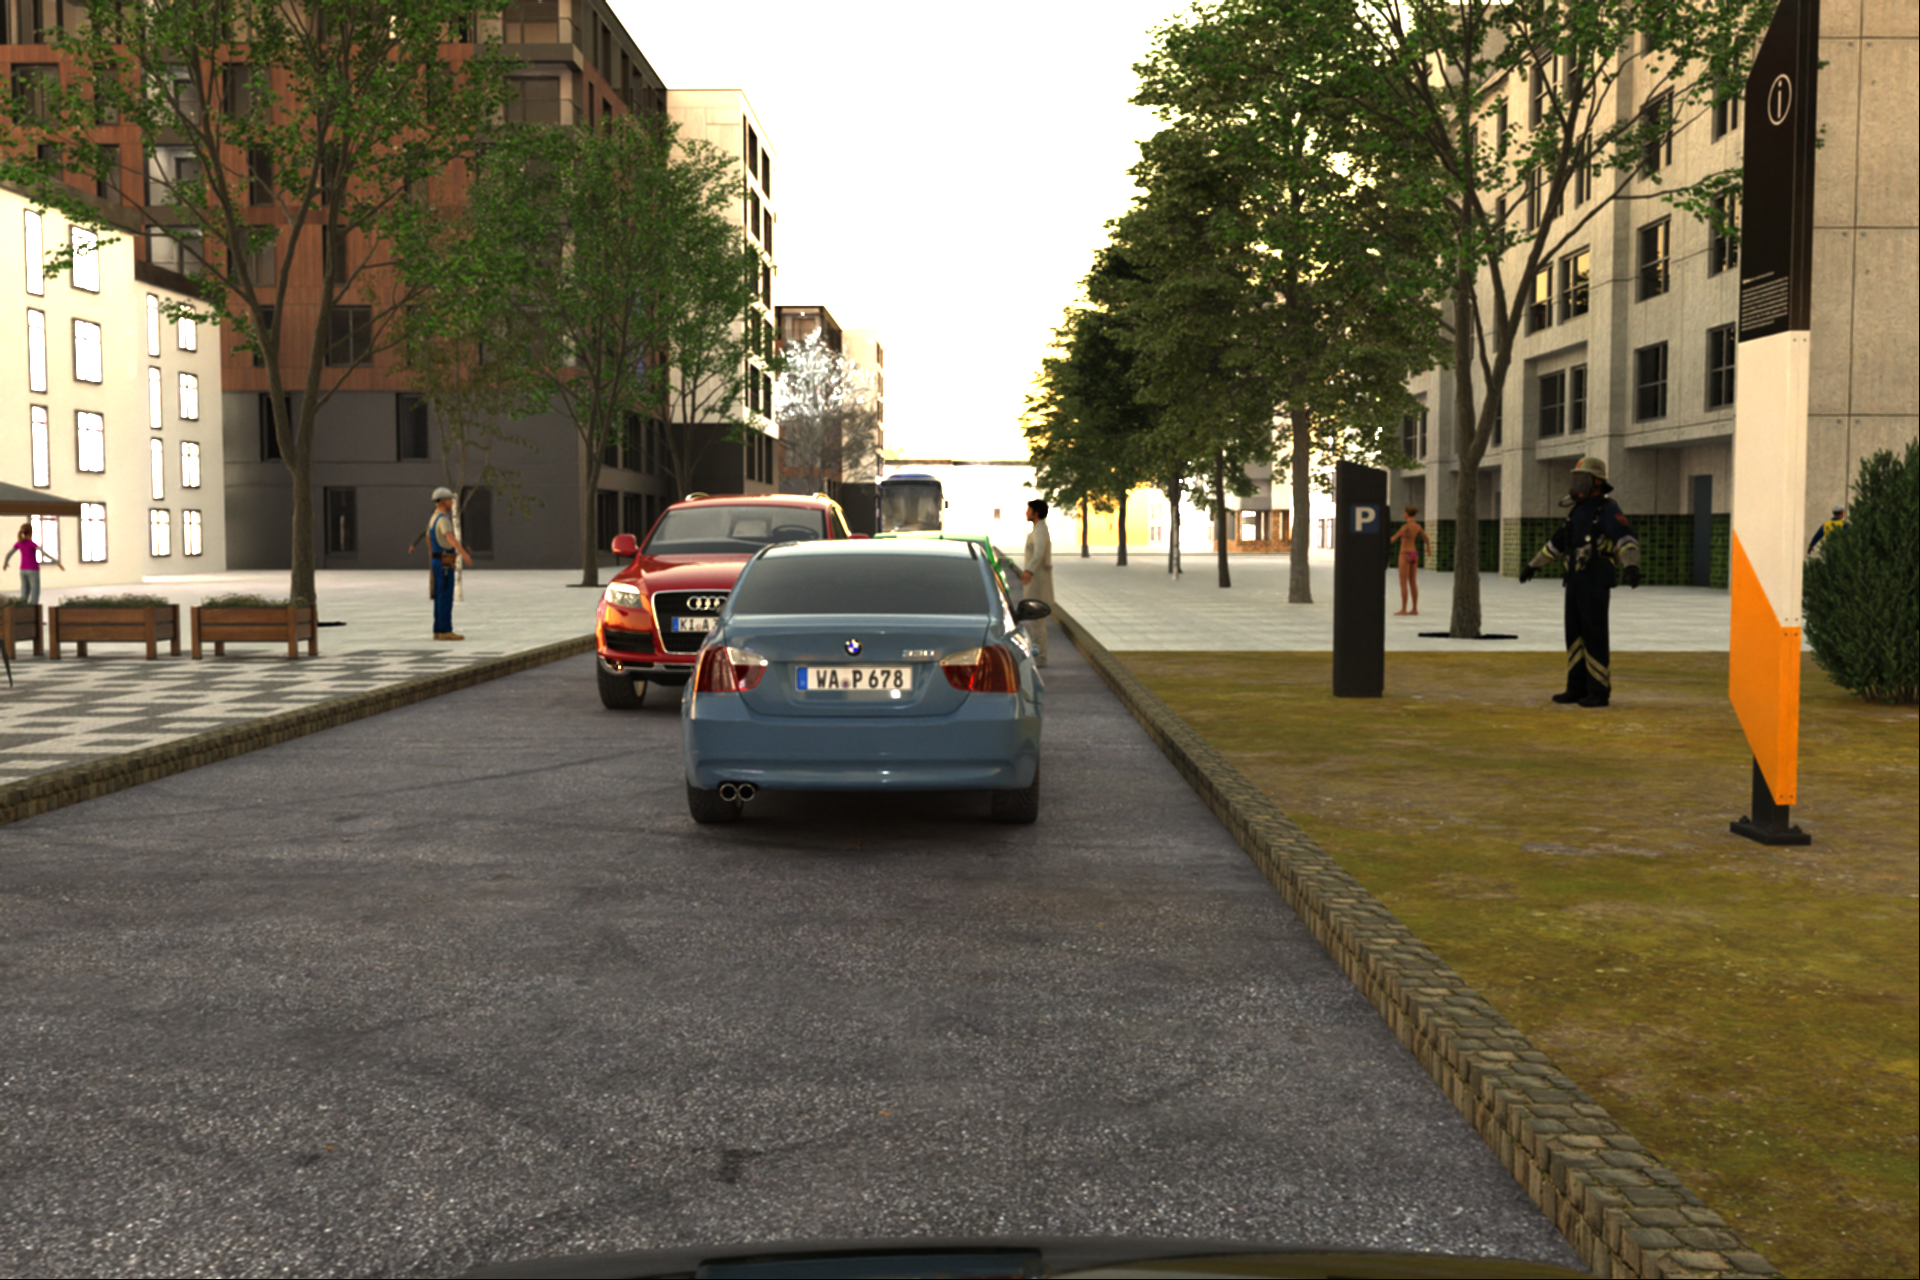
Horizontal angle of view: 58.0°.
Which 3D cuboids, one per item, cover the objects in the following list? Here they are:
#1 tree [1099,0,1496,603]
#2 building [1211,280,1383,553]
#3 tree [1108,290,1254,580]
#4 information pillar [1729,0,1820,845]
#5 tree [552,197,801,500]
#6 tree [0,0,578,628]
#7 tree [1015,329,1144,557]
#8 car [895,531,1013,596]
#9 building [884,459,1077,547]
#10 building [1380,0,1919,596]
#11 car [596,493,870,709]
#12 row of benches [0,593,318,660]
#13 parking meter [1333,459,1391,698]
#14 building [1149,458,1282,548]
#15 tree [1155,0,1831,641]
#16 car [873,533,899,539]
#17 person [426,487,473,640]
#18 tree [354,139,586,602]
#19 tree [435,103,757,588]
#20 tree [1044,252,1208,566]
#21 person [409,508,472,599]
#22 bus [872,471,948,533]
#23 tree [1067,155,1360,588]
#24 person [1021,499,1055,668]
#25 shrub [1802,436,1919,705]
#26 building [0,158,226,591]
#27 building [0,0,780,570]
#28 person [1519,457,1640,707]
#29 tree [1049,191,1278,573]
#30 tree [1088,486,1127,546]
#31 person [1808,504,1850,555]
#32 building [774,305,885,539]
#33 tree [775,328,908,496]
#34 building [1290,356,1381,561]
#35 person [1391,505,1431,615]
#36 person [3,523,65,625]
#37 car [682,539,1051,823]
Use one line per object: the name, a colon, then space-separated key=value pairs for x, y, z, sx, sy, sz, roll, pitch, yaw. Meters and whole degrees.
tree: x=6.009 y=-6.942 z=31.625 sx=7.486 sy=12.596 sz=7.792 roll=0 pitch=3 yaw=0
building: x=24.140 y=-16.720 z=129.792 sx=16.016 sy=20.090 sz=11.380 roll=0 pitch=4 yaw=1
tree: x=6.031 y=-5.967 z=47.923 sx=4.737 sy=8.622 sz=4.395 roll=0 pitch=3 yaw=0
information pillar: x=3.412 y=-0.974 z=7.272 sx=0.183 sy=3.616 sz=0.504 roll=0 pitch=3 yaw=0
tree: x=-8.500 y=-7.782 z=52.986 sx=9.928 sy=11.665 sz=9.643 roll=0 pitch=3 yaw=0
tree: x=-9.153 y=-5.984 z=23.602 sx=9.928 sy=11.665 sz=9.643 roll=0 pitch=3 yaw=0
tree: x=6.754 y=-10.774 z=94.280 sx=7.486 sy=12.596 sz=7.792 roll=0 pitch=3 yaw=0
car: x=-0.230 y=-0.933 z=24.054 sx=1.959 sy=1.807 sz=4.718 roll=0 pitch=4 yaw=1
building: x=-0.784 y=-15.279 z=194.423 sx=28.070 sy=9.664 sz=9.099 roll=0 pitch=4 yaw=4
building: x=24.487 y=-11.276 z=50.826 sx=16.747 sy=18.905 sz=31.486 roll=0 pitch=4 yaw=0
car: x=-1.899 y=-0.439 z=15.858 sx=2.281 sy=1.827 sz=5.304 roll=0 pitch=4 yaw=1
row of benches: x=-8.823 y=-0.150 z=17.923 sx=4.104 sy=0.672 sz=1.422 roll=0 pitch=4 yaw=0
parking meter: x=3.168 y=-0.486 z=13.654 sx=0.399 sy=1.863 sz=0.255 roll=0 pitch=3 yaw=0
building: x=23.581 y=-13.490 z=162.712 sx=9.099 sy=9.664 sz=28.070 roll=0 pitch=4 yaw=0
tree: x=6.427 y=-5.832 z=21.112 sx=9.928 sy=11.665 sz=9.643 roll=0 pitch=3 yaw=0
car: x=-1.540 y=-2.128 z=43.589 sx=1.959 sy=1.807 sz=4.718 roll=0 pitch=4 yaw=1
person: x=-6.235 y=-0.926 z=21.004 sx=0.705 sy=1.847 sz=1.347 roll=-2 pitch=4 yaw=-34
tree: x=-9.630 y=-5.043 z=32.819 sx=4.360 sy=8.622 sz=3.978 roll=0 pitch=3 yaw=0
tree: x=-8.801 y=-7.093 z=41.731 sx=9.928 sy=11.665 sz=9.643 roll=0 pitch=3 yaw=0
tree: x=6.939 y=-9.277 z=69.813 sx=7.486 sy=12.596 sz=7.792 roll=0 pitch=3 yaw=0
person: x=-10.270 y=-1.704 z=34.139 sx=0.705 sy=1.796 sz=1.348 roll=3 pitch=5 yaw=44
bus: x=-1.851 y=-4.900 z=71.663 sx=2.896 sy=3.916 sz=12.251 roll=0 pitch=4 yaw=0
tree: x=6.027 y=-6.541 z=41.365 sx=7.601 sy=10.594 sz=8.767 roll=0 pitch=4 yaw=5
person: x=0.806 y=-0.614 z=18.679 sx=0.705 sy=1.806 sz=1.347 roll=0 pitch=4 yaw=4
shrub: x=7.192 y=-0.535 z=13.173 sx=1.690 sy=2.028 sz=1.600 roll=0 pitch=3 yaw=0
building: x=-25.897 y=-6.311 z=45.339 sx=9.099 sy=9.664 sz=28.070 roll=0 pitch=3 yaw=0
building: x=-23.953 y=-14.300 z=77.781 sx=27.936 sy=21.610 sz=32.646 roll=0 pitch=4 yaw=1
person: x=4.685 y=-0.441 z=12.982 sx=0.705 sy=1.856 sz=1.354 roll=-1 pitch=4 yaw=-16
tree: x=6.622 y=-8.456 z=56.375 sx=7.486 sy=12.596 sz=7.792 roll=0 pitch=3 yaw=0
tree: x=16.940 y=-14.757 z=191.646 sx=4.360 sy=8.622 sz=3.978 roll=0 pitch=3 yaw=0
person: x=15.998 y=-1.565 z=31.549 sx=0.705 sy=1.833 sz=1.349 roll=-2 pitch=4 yaw=-27
building: x=-22.326 y=-20.007 z=171.087 sx=27.936 sy=21.610 sz=32.646 roll=0 pitch=4 yaw=1
tree: x=-8.719 y=-11.831 z=103.812 sx=12.009 sy=13.543 sz=11.850 roll=0 pitch=3 yaw=0
building: x=22.364 y=-8.500 z=81.118 sx=9.099 sy=9.664 sz=28.070 roll=0 pitch=4 yaw=1
person: x=7.057 y=-1.264 z=27.468 sx=1.217 sy=1.733 sz=0.721 roll=-2 pitch=4 yaw=-34
person: x=-13.084 y=-0.928 z=24.435 sx=0.991 sy=1.433 sz=0.599 roll=1 pitch=4 yaw=13
car: x=-0.465 y=0.131 z=9.868 sx=2.014 sy=1.417 sz=4.499 roll=0 pitch=4 yaw=0
